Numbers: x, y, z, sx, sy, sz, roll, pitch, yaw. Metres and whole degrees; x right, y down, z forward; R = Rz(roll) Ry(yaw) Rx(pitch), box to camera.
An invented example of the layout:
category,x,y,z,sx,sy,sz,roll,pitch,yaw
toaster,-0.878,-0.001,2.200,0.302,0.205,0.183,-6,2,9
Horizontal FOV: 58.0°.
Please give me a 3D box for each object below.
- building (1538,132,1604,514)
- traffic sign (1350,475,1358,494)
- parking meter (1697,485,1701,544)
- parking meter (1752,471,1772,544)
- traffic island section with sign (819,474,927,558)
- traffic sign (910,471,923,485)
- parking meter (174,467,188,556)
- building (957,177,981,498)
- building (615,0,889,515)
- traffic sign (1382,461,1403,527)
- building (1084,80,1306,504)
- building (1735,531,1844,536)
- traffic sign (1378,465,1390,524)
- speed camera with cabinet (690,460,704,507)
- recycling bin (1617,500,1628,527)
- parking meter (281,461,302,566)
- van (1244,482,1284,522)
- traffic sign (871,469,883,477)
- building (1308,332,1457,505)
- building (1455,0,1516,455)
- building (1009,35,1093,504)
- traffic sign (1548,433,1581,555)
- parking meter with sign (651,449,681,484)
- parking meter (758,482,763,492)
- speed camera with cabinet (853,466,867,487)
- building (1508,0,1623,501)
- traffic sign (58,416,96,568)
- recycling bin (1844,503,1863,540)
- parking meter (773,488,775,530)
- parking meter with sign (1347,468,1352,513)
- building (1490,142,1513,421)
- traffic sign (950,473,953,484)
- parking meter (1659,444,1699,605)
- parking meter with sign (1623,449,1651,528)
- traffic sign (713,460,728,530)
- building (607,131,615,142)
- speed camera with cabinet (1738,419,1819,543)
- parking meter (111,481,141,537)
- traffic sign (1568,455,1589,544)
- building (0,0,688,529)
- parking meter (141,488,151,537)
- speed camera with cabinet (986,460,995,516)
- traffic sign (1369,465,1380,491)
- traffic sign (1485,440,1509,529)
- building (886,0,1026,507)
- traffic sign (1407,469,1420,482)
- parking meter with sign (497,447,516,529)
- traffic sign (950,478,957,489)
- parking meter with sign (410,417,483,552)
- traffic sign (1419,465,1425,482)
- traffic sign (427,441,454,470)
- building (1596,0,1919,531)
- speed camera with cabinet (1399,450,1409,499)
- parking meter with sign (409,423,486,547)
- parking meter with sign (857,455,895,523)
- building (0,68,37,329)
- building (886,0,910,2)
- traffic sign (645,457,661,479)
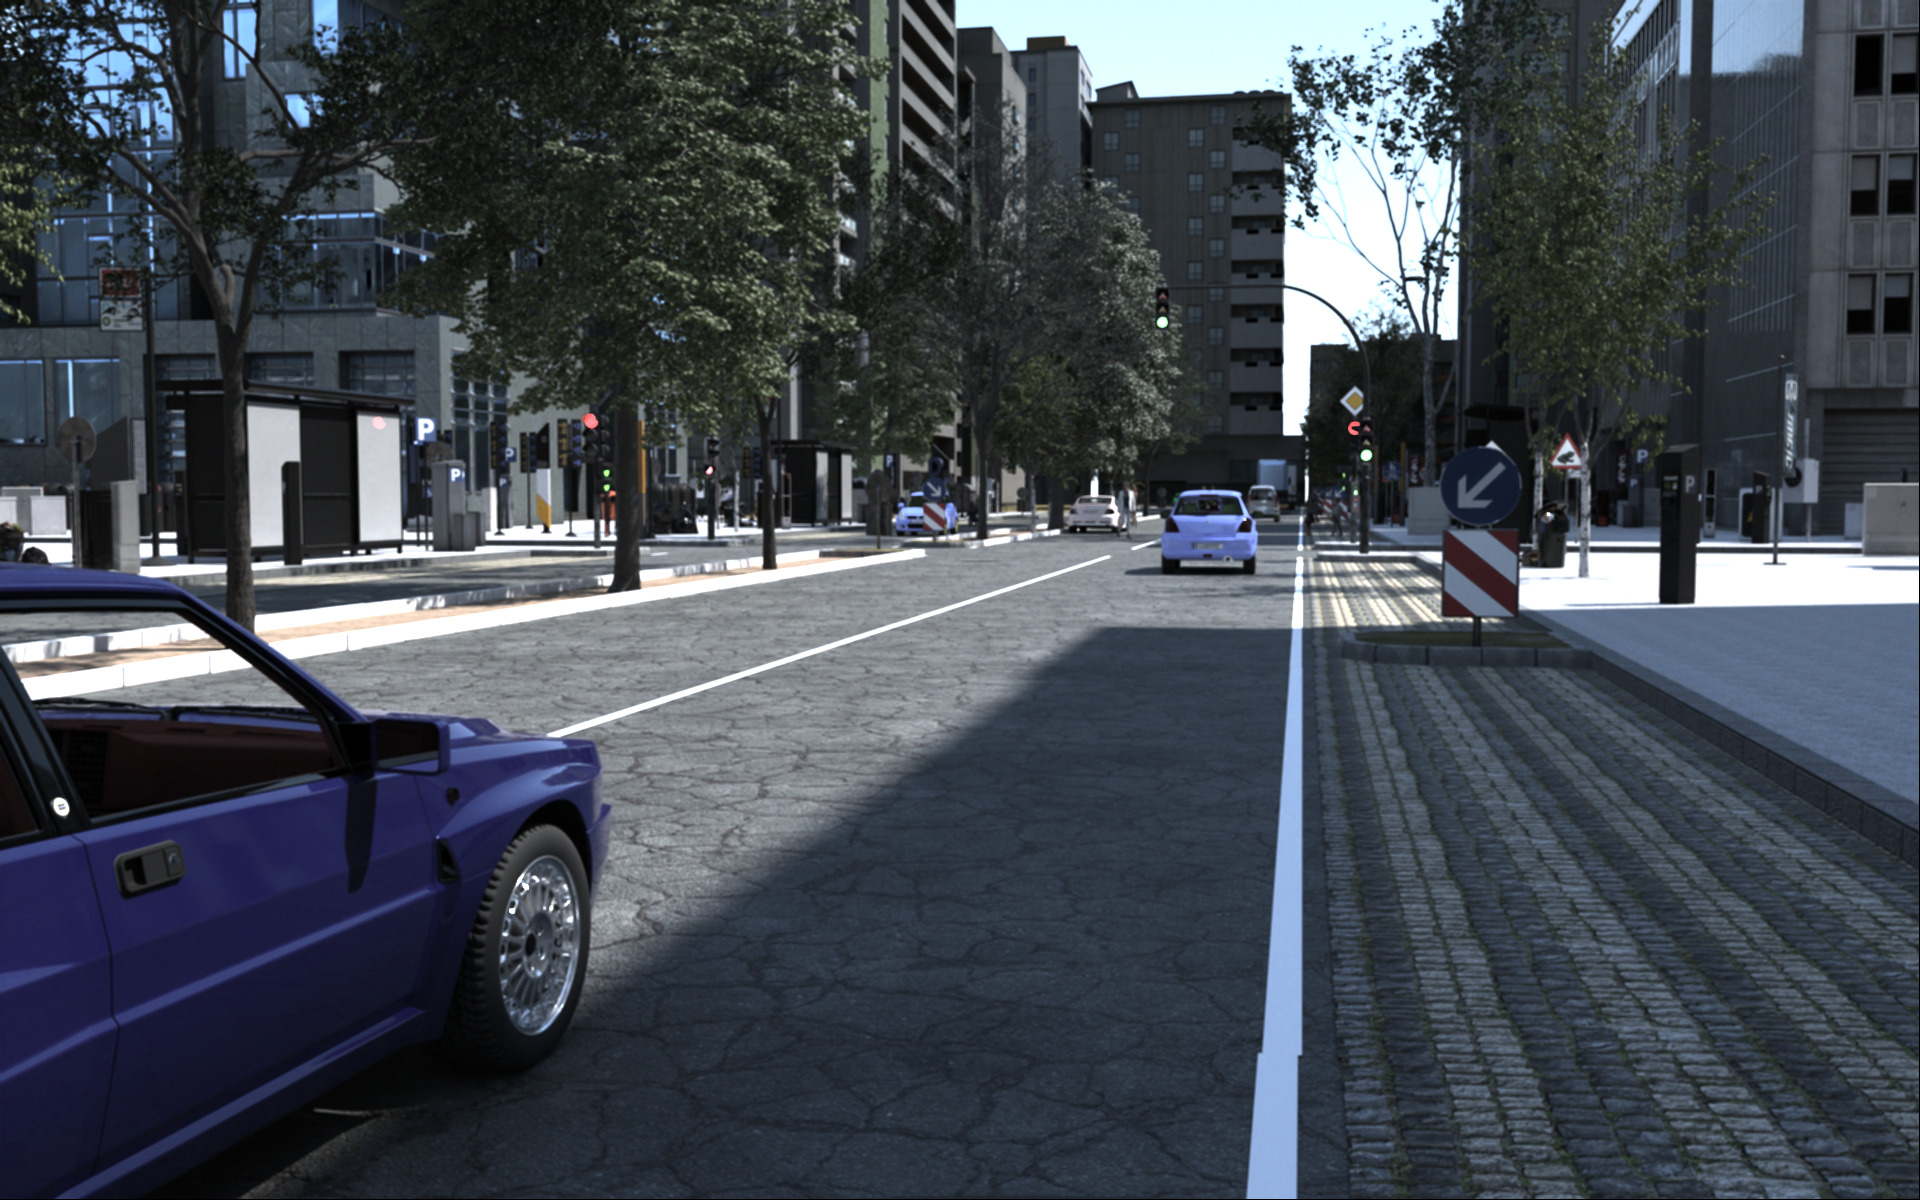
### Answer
category,x,y,z,sx,sy,sz,roll,pitch,yaw
building,42.672,-17.181,99.972,14.314,24.678,30.058,1,4,11
traffic sign,25.667,-6.931,113.429,0.768,2.556,0.104,1,4,20
parking meter,18.936,-2.223,44.754,0.372,1.533,0.369,0,3,0
parking meter,20.686,-2.384,44.683,0.255,1.863,0.399,-2,4,-33
traffic island section with sign,-2.008,-1.928,39.666,2.006,1.907,1.989,1,4,11
traffic sign,-2.370,-5.773,94.497,0.768,2.556,0.104,1,4,16
parking meter,-16.162,-1.863,36.172,0.255,1.863,0.399,2,4,25
building,-6.269,-23.421,154.628,14.160,30.474,14.107,1,4,11
building,-12.960,-26.136,110.921,14.154,41.232,14.086,1,4,11
traffic sign,16.839,-4.120,67.463,0.768,2.556,0.104,1,4,19
building,31.707,-39.051,227.722,27.495,52.752,28.713,1,4,11
building,36.150,-14.553,55.964,19.932,24.808,12.078,1,4,11
traffic sign,18.228,-4.519,73.992,0.768,2.556,0.104,1,4,15
speed camera with cabinet,-15.642,-6.466,100.054,0.660,3.252,2.038,2,4,31
recycling bin,26.424,-3.429,68.625,0.722,1.027,0.722,1,4,21
parking meter,-12.050,-1.561,31.233,0.255,1.863,0.399,-2,4,-33
van,15.610,-5.021,89.107,2.013,2.044,4.112,1,4,12
traffic sign,-4.213,-5.423,88.771,0.768,2.556,0.104,1,4,15
building,59.460,-23.045,221.821,28.899,21.520,27.650,1,4,11
building,57.995,-38.004,163.360,21.231,58.520,28.212,1,4,11
building,3.005,-41.991,228.558,28.212,58.520,21.231,1,4,11
traffic sign,12.844,-2.244,36.699,0.884,2.594,0.081,1,4,18
parking meter with sign,-11.201,-4.350,67.381,1.738,3.016,0.543,0,4,-5
parking meter,-9.704,-4.866,85.277,0.399,1.863,0.255,1,4,8
speed camera with cabinet,-6.077,-6.061,93.434,2.038,3.252,0.660,0,4,2
building,48.370,-27.274,129.521,14.154,41.232,14.086,1,4,11
traffic sign,-14.484,-1.730,28.399,0.768,2.556,0.104,1,4,18
recycling bin,25.363,-2.219,48.839,0.722,1.027,0.722,2,4,28
parking meter,-6.743,-3.230,61.226,0.372,1.533,0.369,0,3,0
parking meter with sign,26.448,-7.343,116.321,0.543,3.016,1.738,-1,4,-15
building,51.163,-22.749,143.643,14.160,30.474,14.107,1,4,11
traffic sign,-0.768,-6.073,99.399,0.768,2.556,0.104,1,4,21
parking meter,8.392,-0.888,20.228,0.399,1.863,0.255,-2,4,-32
parking meter with sign,25.903,-4.290,66.401,0.543,3.016,1.738,3,4,38
traffic sign,-8.599,-3.752,61.455,0.768,2.556,0.104,1,4,20
building,-26.277,-45.534,182.729,20.611,71.187,20.563,1,4,11
speed camera with cabinet,21.774,-3.166,46.098,0.660,3.252,2.038,-2,4,-25
parking meter,-15.670,-1.470,32.439,0.372,1.533,0.369,0,3,0
traffic sign,15.918,-2.602,44.681,0.606,2.300,0.079,1,4,12
building,-26.669,-46.773,77.417,22.319,86.520,31.000,1,4,11
parking meter,-24.482,-2.662,51.931,0.372,1.533,0.369,0,3,0
speed camera with cabinet,1.581,-6.518,100.904,0.660,3.252,2.038,1,4,11
traffic sign,18.462,-4.671,76.475,0.768,2.556,0.104,1,4,20
traffic sign,11.378,-2.198,37.129,0.795,2.450,0.064,1,4,14
building,-5.254,-33.992,179.475,21.600,48.544,21.300,1,4,11
traffic sign,20.746,-4.831,79.088,0.768,2.556,0.104,1,4,11
parking meter with sign,-16.828,-4.139,63.941,0.543,3.016,1.738,0,4,-2
traffic sign,-0.587,-6.553,107.152,0.884,2.594,0.081,1,4,18
parking meter with sign,-11.555,-2.613,38.988,1.738,3.016,0.543,3,5,40
traffic sign,20.336,-4.624,75.702,0.768,2.556,0.104,1,4,17
traffic sign,-12.585,-2.551,41.812,0.768,2.556,0.104,1,4,12
building,35.945,-15.751,75.555,12.078,24.808,19.932,1,4,11
speed camera with cabinet,20.452,-5.035,76.657,0.660,3.252,2.038,-3,5,-44
parking meter with sign,-12.462,-2.813,42.252,1.738,3.016,0.543,1,4,9
parking meter with sign,-3.718,-4.897,76.332,1.738,3.016,0.543,-3,5,-40
building,-55.314,-14.450,81.294,28.899,21.520,27.650,1,4,11
building,-12.771,-31.406,137.193,21.300,48.544,21.600,1,4,11
traffic sign,-10.594,-3.616,59.236,0.768,2.556,0.104,1,4,13
